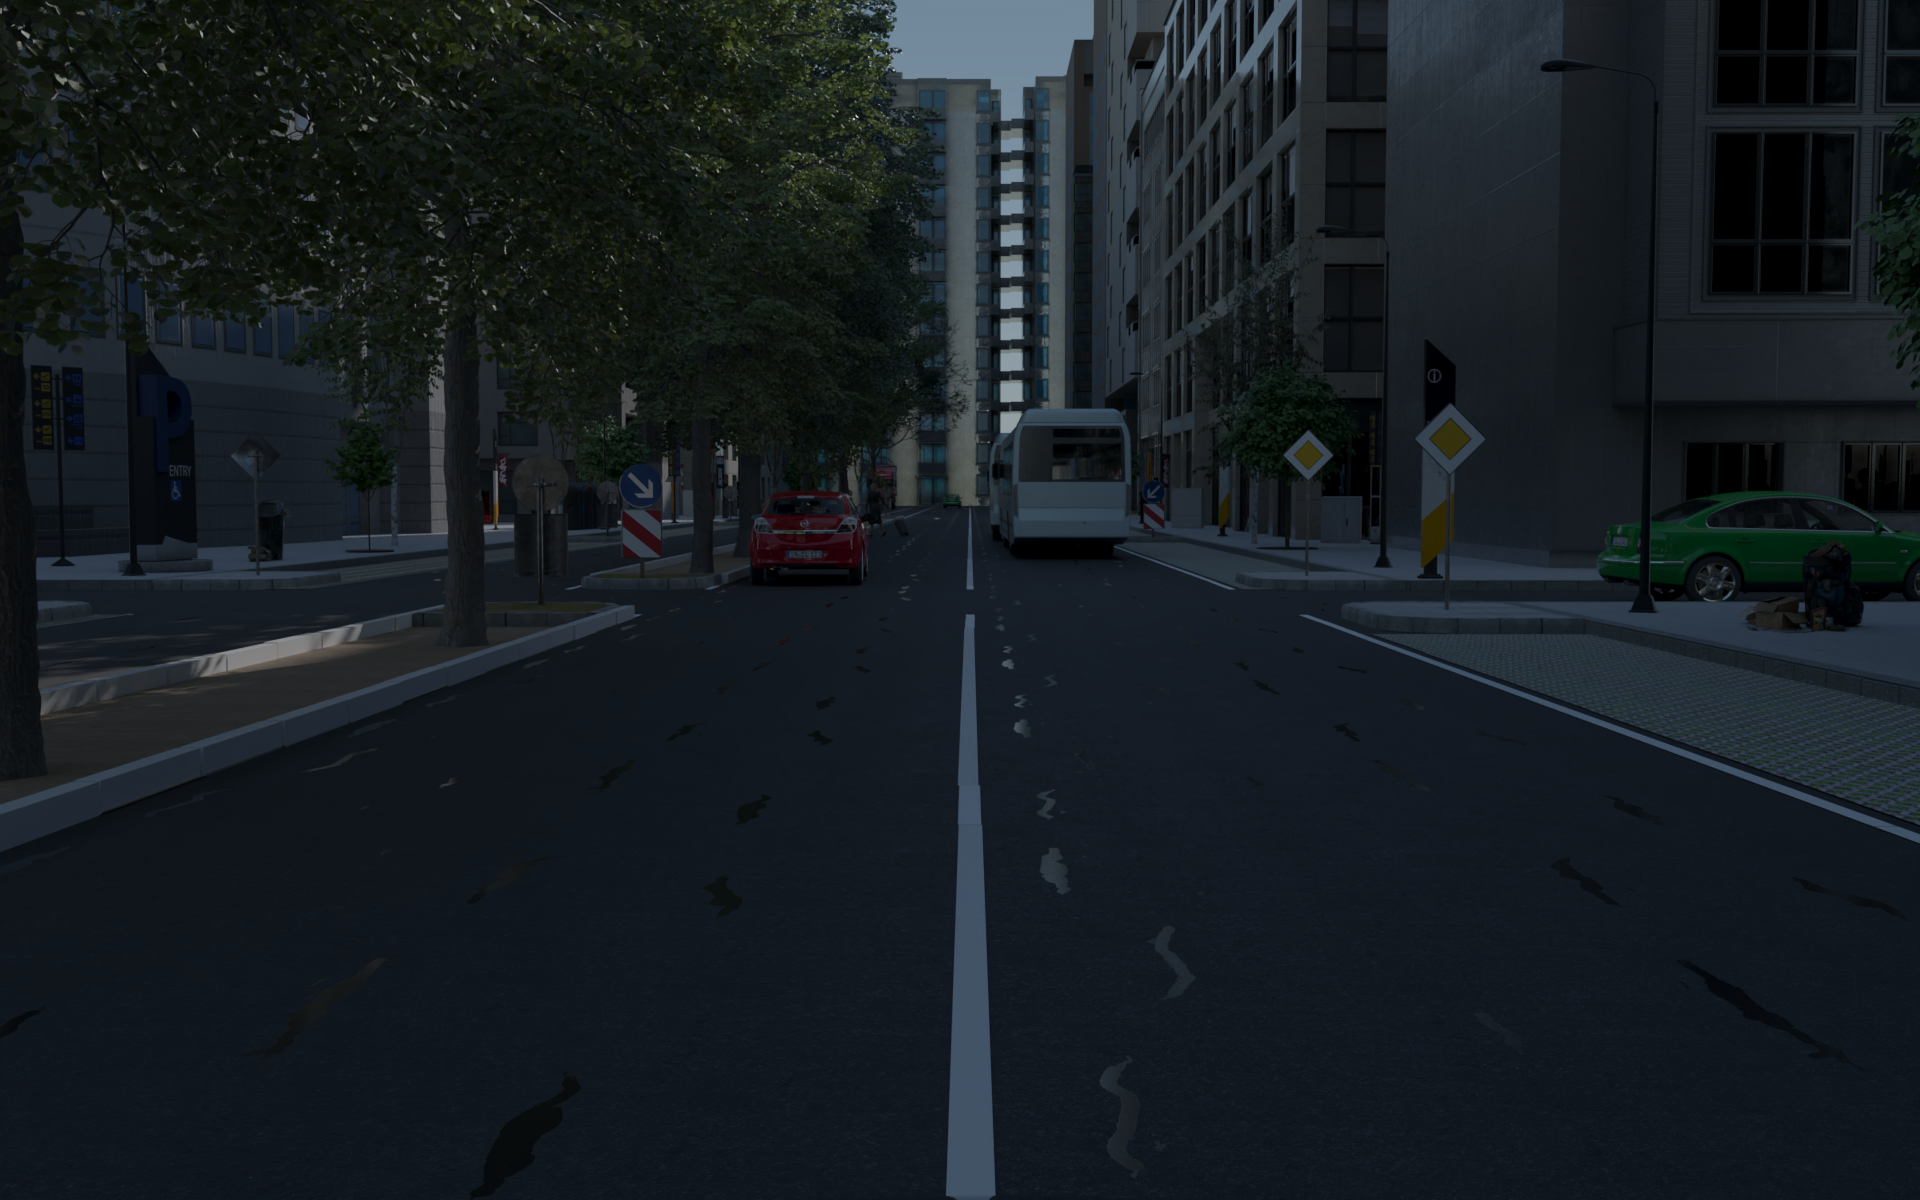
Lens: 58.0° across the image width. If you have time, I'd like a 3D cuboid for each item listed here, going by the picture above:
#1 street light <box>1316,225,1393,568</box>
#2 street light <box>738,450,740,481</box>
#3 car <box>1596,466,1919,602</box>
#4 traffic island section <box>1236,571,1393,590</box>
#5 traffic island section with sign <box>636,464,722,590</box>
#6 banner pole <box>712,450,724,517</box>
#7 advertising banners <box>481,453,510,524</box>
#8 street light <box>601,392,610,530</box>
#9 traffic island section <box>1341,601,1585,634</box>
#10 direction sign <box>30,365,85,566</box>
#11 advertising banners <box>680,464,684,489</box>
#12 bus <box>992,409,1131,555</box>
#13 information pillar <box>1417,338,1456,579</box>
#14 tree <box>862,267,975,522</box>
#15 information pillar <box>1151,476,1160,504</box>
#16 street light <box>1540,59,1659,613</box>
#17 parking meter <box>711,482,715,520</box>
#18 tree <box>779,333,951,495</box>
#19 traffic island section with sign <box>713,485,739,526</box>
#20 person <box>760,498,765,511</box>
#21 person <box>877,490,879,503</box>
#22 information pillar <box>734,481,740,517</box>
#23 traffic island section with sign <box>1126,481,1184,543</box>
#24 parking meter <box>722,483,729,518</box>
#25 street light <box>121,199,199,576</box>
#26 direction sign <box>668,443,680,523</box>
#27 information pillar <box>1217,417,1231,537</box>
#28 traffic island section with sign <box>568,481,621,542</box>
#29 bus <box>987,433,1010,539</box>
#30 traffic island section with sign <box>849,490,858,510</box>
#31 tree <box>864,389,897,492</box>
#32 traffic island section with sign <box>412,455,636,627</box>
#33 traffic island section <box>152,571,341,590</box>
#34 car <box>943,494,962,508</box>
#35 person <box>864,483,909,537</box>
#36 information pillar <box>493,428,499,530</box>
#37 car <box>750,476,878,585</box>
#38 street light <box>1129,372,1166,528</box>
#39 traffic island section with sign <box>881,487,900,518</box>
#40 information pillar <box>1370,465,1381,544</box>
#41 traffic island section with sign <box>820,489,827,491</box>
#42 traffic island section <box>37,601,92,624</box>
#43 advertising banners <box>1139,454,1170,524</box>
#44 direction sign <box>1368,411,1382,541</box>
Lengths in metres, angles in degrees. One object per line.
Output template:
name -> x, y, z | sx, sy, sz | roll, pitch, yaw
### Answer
street light -> 6.858, -3.521, 30.114 | 1.470, 5.913, 1.316 | 0, 4, 0
street light -> -12.100, -7.741, 99.105 | 1.470, 5.913, 1.316 | 0, 4, 0
car -> 10.784, -0.834, 22.436 | 4.718, 1.807, 1.959 | 0, 4, 1
traffic island section -> 5.461, -0.300, 27.188 | 2.009, 0.180, 2.903 | 0, 4, 0
traffic island section with sign -> -4.823, -1.148, 26.909 | 2.006, 1.907, 1.989 | 0, 4, 0
banner pole -> -13.867, -6.667, 99.021 | 0.863, 3.779, 0.401 | 0, 4, -8
advertising banners -> -20.297, -4.768, 74.143 | 2.074, 3.025, 0.090 | 0, 4, -1
street light -> -12.330, -5.513, 62.681 | 1.470, 5.913, 1.316 | 0, 4, 0
traffic island section -> 5.414, 0.188, 19.203 | 2.009, 0.180, 2.903 | 0, 4, 0
direction sign -> -15.994, -2.372, 30.774 | 0.379, 3.537, 0.876 | 3, 5, 40
advertising banners -> -15.833, -6.370, 100.336 | 0.090, 3.025, 2.074 | -2, 4, -28
bus -> 2.397, -3.003, 43.963 | 2.948, 3.499, 13.247 | 0, 4, 0
information pillar -> 7.216, -2.130, 26.173 | 0.504, 3.616, 0.183 | 0, 4, -4
tree -> -4.306, -10.639, 86.774 | 12.009, 13.543, 11.850 | 0, 3, 0
information pillar -> 8.060, -4.104, 71.588 | 0.304, 2.012, 0.304 | -1, 4, -9
street light -> 6.895, -2.821, 18.660 | 1.470, 5.913, 1.316 | 0, 4, 0
parking meter -> -12.447, -4.935, 86.405 | 0.399, 1.863, 0.255 | 3, 5, 43
tree -> -4.524, -8.165, 70.362 | 8.767, 10.594, 7.601 | 0, 4, 0
traffic island section with sign -> -10.452, -4.299, 78.923 | 1.989, 1.847, 2.006 | 0, 4, 0
person -> -8.657, -3.854, 76.182 | 0.373, 1.253, 0.362 | 0, 4, -8
person -> -6.601, -7.796, 136.700 | 1.217, 1.736, 0.721 | 2, 4, 34
information pillar -> -12.571, -5.718, 97.977 | 0.304, 2.012, 0.304 | -2, 4, -25
traffic island section with sign -> 5.604, -2.640, 51.786 | 1.989, 1.847, 2.006 | 0, 4, 0
parking meter -> -12.397, -5.248, 91.521 | 0.255, 1.863, 0.399 | 1, 4, 8
street light -> -12.452, -3.334, 27.053 | 1.470, 5.913, 1.316 | 0, 4, 0
direction sign -> -12.542, -5.138, 76.009 | 0.379, 3.537, 0.876 | -3, 5, -44
information pillar -> 7.987, -3.726, 52.280 | 0.183, 3.616, 0.504 | -1, 4, -23
traffic island section with sign -> -10.613, -2.646, 51.890 | 1.989, 1.847, 2.006 | 0, 4, 0
bus -> 2.325, -3.893, 58.510 | 2.948, 3.499, 13.247 | 0, 4, 1
traffic island section with sign -> -9.999, -9.086, 157.190 | 1.989, 1.847, 2.006 | 0, 4, 0
tree -> -4.488, -7.635, 77.651 | 4.737, 8.622, 4.395 | 0, 3, 0
traffic island section with sign -> -4.876, -0.695, 19.502 | 2.006, 1.907, 1.989 | 0, 4, 0
traffic island section -> -11.080, -0.306, 27.289 | 2.009, 0.180, 2.903 | 0, 4, 0
car -> -0.739, -10.082, 173.638 | 1.959, 1.807, 4.718 | 0, 4, 2
person -> -2.531, -3.040, 58.419 | 1.509, 1.804, 0.699 | 2, 4, 25
information pillar -> -16.590, -4.312, 61.852 | 0.183, 3.616, 0.504 | 0, 4, -7
car -> -2.454, -1.208, 28.790 | 2.155, 1.783, 4.494 | 0, 4, -2
street light -> 7.136, -5.714, 65.972 | 1.470, 5.913, 1.316 | 0, 4, 0
traffic island section with sign -> -4.394, -5.744, 102.046 | 2.006, 1.907, 1.989 | 0, 4, 0
information pillar -> 10.672, -2.429, 44.205 | 0.304, 2.012, 0.304 | 3, 5, 40
traffic island section with sign -> -10.157, -7.368, 129.102 | 1.989, 1.847, 2.006 | 0, 4, 0
traffic island section -> -11.127, 0.182, 19.304 | 2.009, 0.180, 2.903 | 0, 4, 0
advertising banners -> 8.381, -4.788, 74.474 | 2.074, 3.025, 0.090 | -3, 5, -44
direction sign -> 11.371, -3.386, 47.363 | 0.379, 3.537, 0.876 | 3, 5, 40
